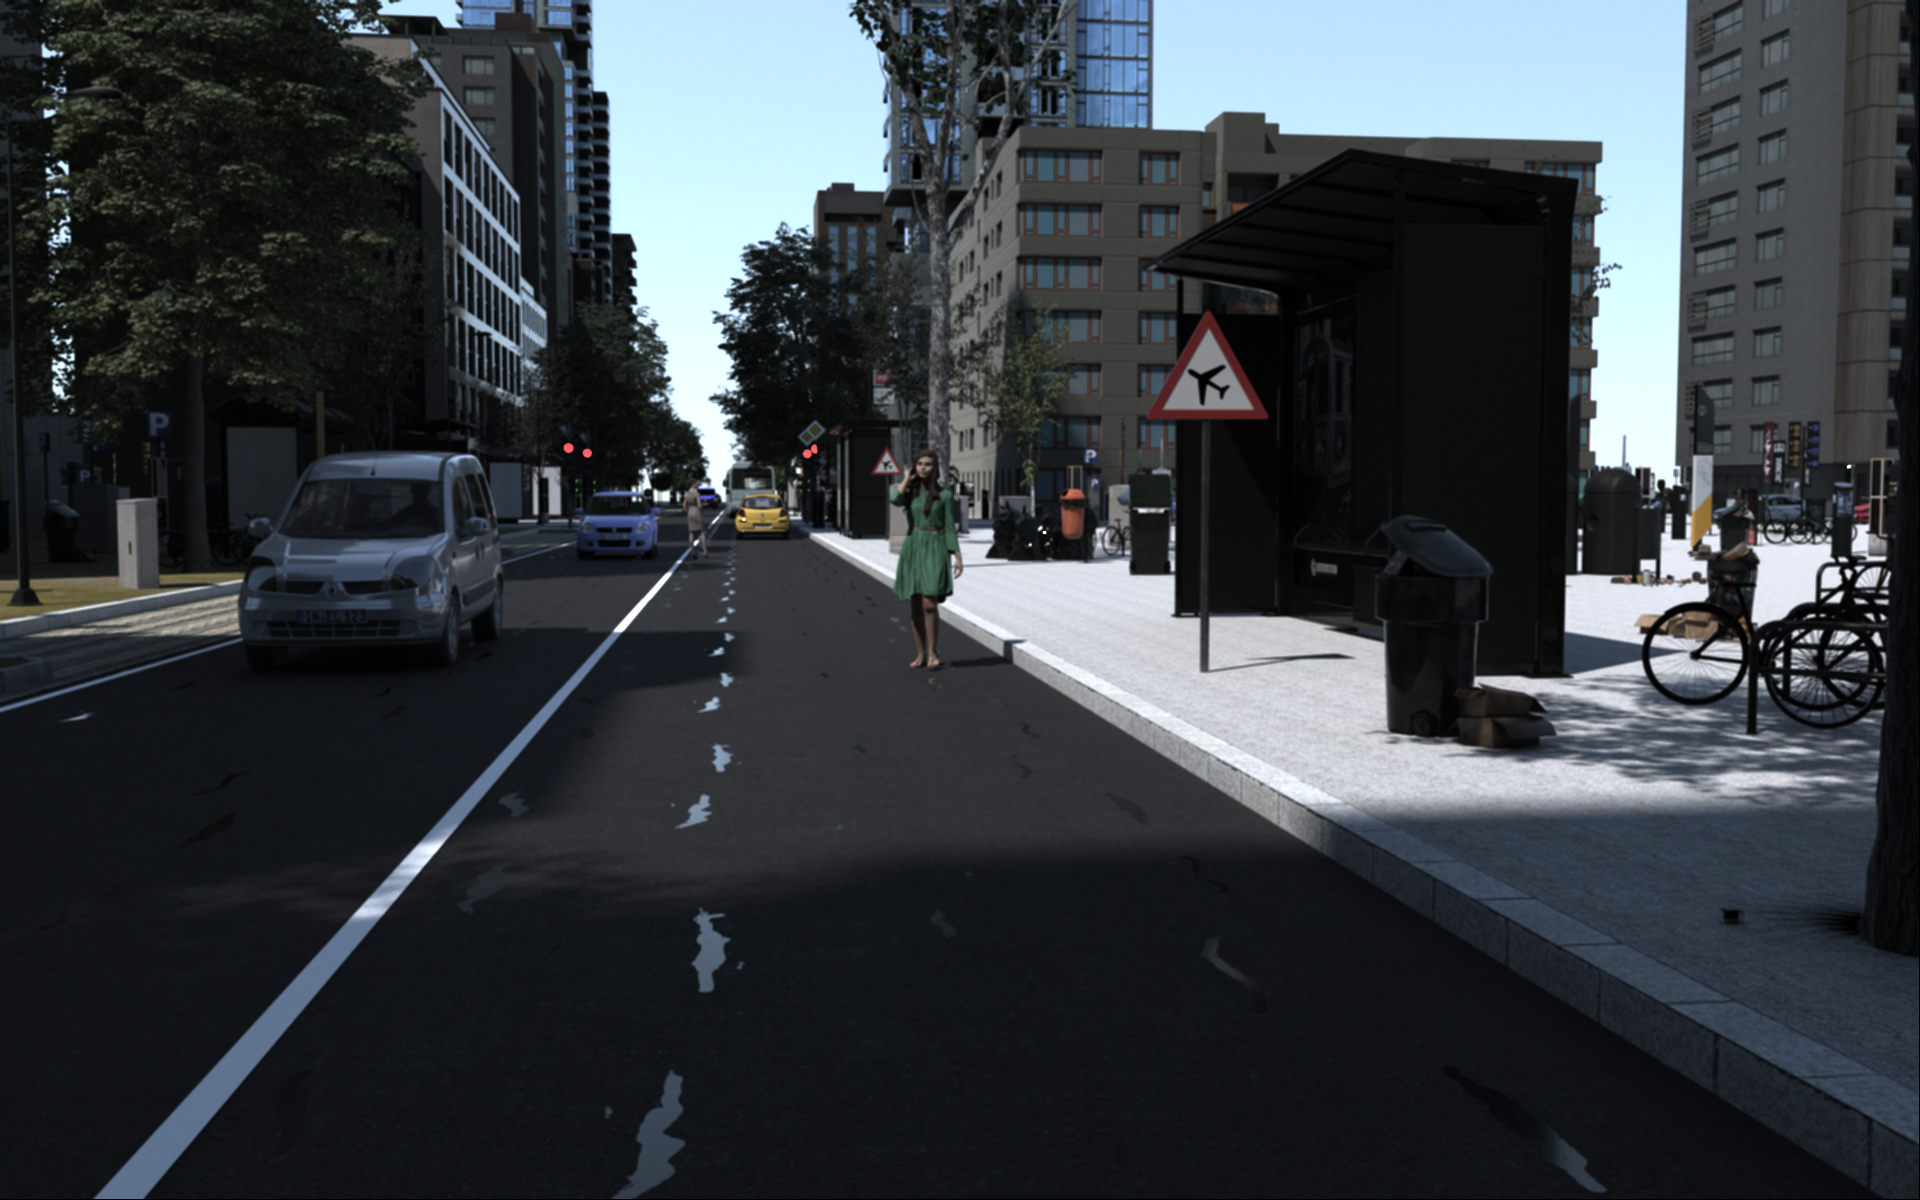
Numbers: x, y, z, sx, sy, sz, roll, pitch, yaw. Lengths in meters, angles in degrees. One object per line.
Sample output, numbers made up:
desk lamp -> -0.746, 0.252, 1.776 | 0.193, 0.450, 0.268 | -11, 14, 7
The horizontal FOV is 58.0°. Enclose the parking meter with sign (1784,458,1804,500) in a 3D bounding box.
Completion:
parking meter with sign -> 40.214, -5.345, 83.654 | 0.543, 3.016, 1.738 | -1, 4, -9

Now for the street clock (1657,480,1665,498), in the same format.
street clock -> 34.962, -5.004, 86.390 | 0.358, 2.002, 0.471 | 0, 4, 1

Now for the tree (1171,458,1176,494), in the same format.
tree -> 10.356, -5.284, 80.987 | 1.663, 3.219, 1.824 | 0, 3, 0

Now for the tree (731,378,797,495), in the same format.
tree -> -18.914, -16.433, 179.056 | 12.009, 13.543, 11.850 | 0, 3, 0

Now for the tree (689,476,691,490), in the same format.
tree -> -40.031, -16.054, 246.187 | 4.285, 4.588, 4.351 | 0, 3, 0

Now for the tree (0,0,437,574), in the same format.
tree -> -11.986, -6.707, 27.793 | 7.486, 12.596, 7.792 | 0, 3, 0

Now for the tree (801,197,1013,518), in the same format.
tree -> -1.124, -5.697, 43.506 | 4.360, 8.622, 3.978 | 0, 3, 0

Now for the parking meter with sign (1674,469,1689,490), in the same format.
parking meter with sign -> 50.169, -7.534, 119.436 | 0.543, 3.016, 1.738 | -3, 5, -41

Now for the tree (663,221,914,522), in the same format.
tree -> -7.010, -10.641, 80.639 | 9.857, 13.997, 8.962 | 0, 3, 0

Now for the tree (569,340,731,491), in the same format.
tree -> -26.523, -13.923, 138.014 | 12.009, 13.543, 11.850 | 0, 3, 0

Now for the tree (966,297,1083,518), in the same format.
tree -> 2.474, -6.948, 63.964 | 4.737, 8.622, 4.395 | 0, 3, 0

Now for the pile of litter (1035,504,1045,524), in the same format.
pile of litter -> 3.238, -3.729, 74.939 | 1.176, 0.858, 1.719 | -3, 4, -36

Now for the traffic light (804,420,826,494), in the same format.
traffic light -> -5.472, -4.678, 65.408 | 0.839, 4.253, 0.868 | 0, 4, -7

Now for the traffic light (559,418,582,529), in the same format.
traffic light -> -14.458, -4.607, 64.246 | 0.839, 4.253, 0.868 | 0, 4, -7

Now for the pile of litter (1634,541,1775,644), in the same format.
pile of litter -> 6.737, -0.104, 15.672 | 1.176, 0.858, 1.719 | 2, 4, 24

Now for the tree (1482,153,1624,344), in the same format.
tree -> 11.874, -5.313, 37.231 | 4.360, 8.622, 3.978 | 0, 3, 0

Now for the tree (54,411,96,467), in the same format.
tree -> -30.623, -4.537, 57.886 | 4.285, 4.588, 4.351 | 0, 3, 0

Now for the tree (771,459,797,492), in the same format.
tree -> -17.173, -11.251, 167.667 | 4.285, 4.588, 4.351 | 0, 3, 0

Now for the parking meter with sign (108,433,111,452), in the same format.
parking meter with sign -> -24.405, -3.194, 48.476 | 0.543, 3.016, 1.738 | 0, 4, -3

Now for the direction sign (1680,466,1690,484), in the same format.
direction sign -> 54.631, -8.475, 130.564 | 0.876, 3.537, 0.379 | -1, 4, -22

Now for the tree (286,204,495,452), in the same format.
tree -> -14.658, -5.694, 43.457 | 4.360, 8.622, 3.978 | 0, 3, 0

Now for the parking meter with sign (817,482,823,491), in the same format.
parking meter with sign -> -8.707, -6.755, 106.699 | 1.738, 3.016, 0.543 | 3, 5, 41

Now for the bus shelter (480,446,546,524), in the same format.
bus shelter -> -19.729, -5.043, 76.369 | 2.014, 3.302, 5.546 | 0, 4, -7

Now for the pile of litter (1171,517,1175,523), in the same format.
pile of litter -> 9.716, -3.928, 78.187 | 1.176, 0.858, 1.719 | 2, 4, 31

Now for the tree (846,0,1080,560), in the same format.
tree -> 1.092, -10.614, 29.431 | 12.611, 20.169, 13.585 | 0, 3, 0

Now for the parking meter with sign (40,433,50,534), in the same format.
parking meter with sign -> -25.509, -3.288, 50.021 | 0.543, 3.016, 1.738 | 3, 5, 44

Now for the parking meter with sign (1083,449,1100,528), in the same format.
parking meter with sign -> 5.083, -4.278, 66.213 | 0.543, 3.016, 1.738 | 0, 4, -3

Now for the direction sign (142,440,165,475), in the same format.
direction sign -> -33.852, -4.942, 72.797 | 0.876, 3.537, 0.379 | -1, 4, -22

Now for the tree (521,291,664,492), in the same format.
tree -> -22.808, -12.376, 109.010 | 9.857, 13.997, 8.962 | 0, 3, 0

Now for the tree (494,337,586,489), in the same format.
tree -> -19.793, -8.035, 81.741 | 4.360, 8.622, 3.978 | 0, 3, 0

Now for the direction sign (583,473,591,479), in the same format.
direction sign -> -19.851, -6.131, 92.237 | 0.379, 3.537, 0.876 | -3, 4, -36

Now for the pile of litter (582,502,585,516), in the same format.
pile of litter -> -22.478, -5.502, 103.916 | 1.176, 0.858, 1.719 | 2, 4, 31

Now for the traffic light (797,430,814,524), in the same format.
traffic light -> -6.486, -5.163, 73.329 | 0.839, 4.253, 0.868 | 0, 4, -7

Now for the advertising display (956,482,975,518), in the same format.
advertising display -> 0.279, -5.278, 91.514 | 0.974, 1.923, 0.123 | 0, 4, 7

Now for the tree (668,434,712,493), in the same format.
tree -> -47.679, -23.556, 302.155 | 9.611, 12.733, 9.660 | 0, 3, 0

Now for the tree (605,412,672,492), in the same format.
tree -> -30.617, -13.957, 162.605 | 7.601, 10.594, 8.767 | -3, 4, -38

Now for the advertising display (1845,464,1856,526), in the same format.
advertising display -> 19.129, -1.960, 37.258 | 0.123, 1.923, 0.974 | 2, 4, 32

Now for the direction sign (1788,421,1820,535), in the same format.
direction sign -> 26.299, -3.795, 54.045 | 0.876, 3.537, 0.379 | 3, 4, 37

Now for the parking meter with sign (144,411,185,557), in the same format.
parking meter with sign -> -16.337, -2.434, 36.060 | 1.738, 3.016, 0.543 | 3, 5, 44

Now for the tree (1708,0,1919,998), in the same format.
tree -> 2.958, -4.823, 4.607 | 9.928, 11.665, 9.643 | 0, 3, 0

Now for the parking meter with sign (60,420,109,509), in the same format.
parking meter with sign -> -20.992, -2.760, 41.394 | 0.543, 3.016, 1.738 | -3, 5, -43

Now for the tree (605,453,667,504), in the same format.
tree -> -24.823, -8.778, 127.229 | 4.285, 4.588, 4.351 | 0, 3, 0

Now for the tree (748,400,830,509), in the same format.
tree -> -13.658, -12.613, 140.629 | 7.601, 10.594, 8.767 | -1, 4, -11

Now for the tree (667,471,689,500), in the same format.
tree -> -37.047, -14.160, 215.234 | 4.285, 4.588, 4.351 | 0, 3, 0

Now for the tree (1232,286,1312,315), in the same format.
tree -> 8.998, -6.006, 48.552 | 4.360, 8.622, 3.978 | 0, 3, 0

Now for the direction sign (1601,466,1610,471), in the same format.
direction sign -> 52.157, -9.056, 140.067 | 0.876, 3.537, 0.379 | -1, 4, -18

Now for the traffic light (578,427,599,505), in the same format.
traffic light -> -15.472, -5.092, 72.167 | 0.839, 4.253, 0.868 | 0, 4, -7

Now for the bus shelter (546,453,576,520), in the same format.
bus shelter -> -20.718, -5.739, 87.759 | 2.014, 3.302, 5.546 | 0, 4, -7

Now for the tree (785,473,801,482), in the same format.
tree -> -12.878, -8.590, 135.051 | 1.663, 3.219, 1.824 | 0, 3, 0
